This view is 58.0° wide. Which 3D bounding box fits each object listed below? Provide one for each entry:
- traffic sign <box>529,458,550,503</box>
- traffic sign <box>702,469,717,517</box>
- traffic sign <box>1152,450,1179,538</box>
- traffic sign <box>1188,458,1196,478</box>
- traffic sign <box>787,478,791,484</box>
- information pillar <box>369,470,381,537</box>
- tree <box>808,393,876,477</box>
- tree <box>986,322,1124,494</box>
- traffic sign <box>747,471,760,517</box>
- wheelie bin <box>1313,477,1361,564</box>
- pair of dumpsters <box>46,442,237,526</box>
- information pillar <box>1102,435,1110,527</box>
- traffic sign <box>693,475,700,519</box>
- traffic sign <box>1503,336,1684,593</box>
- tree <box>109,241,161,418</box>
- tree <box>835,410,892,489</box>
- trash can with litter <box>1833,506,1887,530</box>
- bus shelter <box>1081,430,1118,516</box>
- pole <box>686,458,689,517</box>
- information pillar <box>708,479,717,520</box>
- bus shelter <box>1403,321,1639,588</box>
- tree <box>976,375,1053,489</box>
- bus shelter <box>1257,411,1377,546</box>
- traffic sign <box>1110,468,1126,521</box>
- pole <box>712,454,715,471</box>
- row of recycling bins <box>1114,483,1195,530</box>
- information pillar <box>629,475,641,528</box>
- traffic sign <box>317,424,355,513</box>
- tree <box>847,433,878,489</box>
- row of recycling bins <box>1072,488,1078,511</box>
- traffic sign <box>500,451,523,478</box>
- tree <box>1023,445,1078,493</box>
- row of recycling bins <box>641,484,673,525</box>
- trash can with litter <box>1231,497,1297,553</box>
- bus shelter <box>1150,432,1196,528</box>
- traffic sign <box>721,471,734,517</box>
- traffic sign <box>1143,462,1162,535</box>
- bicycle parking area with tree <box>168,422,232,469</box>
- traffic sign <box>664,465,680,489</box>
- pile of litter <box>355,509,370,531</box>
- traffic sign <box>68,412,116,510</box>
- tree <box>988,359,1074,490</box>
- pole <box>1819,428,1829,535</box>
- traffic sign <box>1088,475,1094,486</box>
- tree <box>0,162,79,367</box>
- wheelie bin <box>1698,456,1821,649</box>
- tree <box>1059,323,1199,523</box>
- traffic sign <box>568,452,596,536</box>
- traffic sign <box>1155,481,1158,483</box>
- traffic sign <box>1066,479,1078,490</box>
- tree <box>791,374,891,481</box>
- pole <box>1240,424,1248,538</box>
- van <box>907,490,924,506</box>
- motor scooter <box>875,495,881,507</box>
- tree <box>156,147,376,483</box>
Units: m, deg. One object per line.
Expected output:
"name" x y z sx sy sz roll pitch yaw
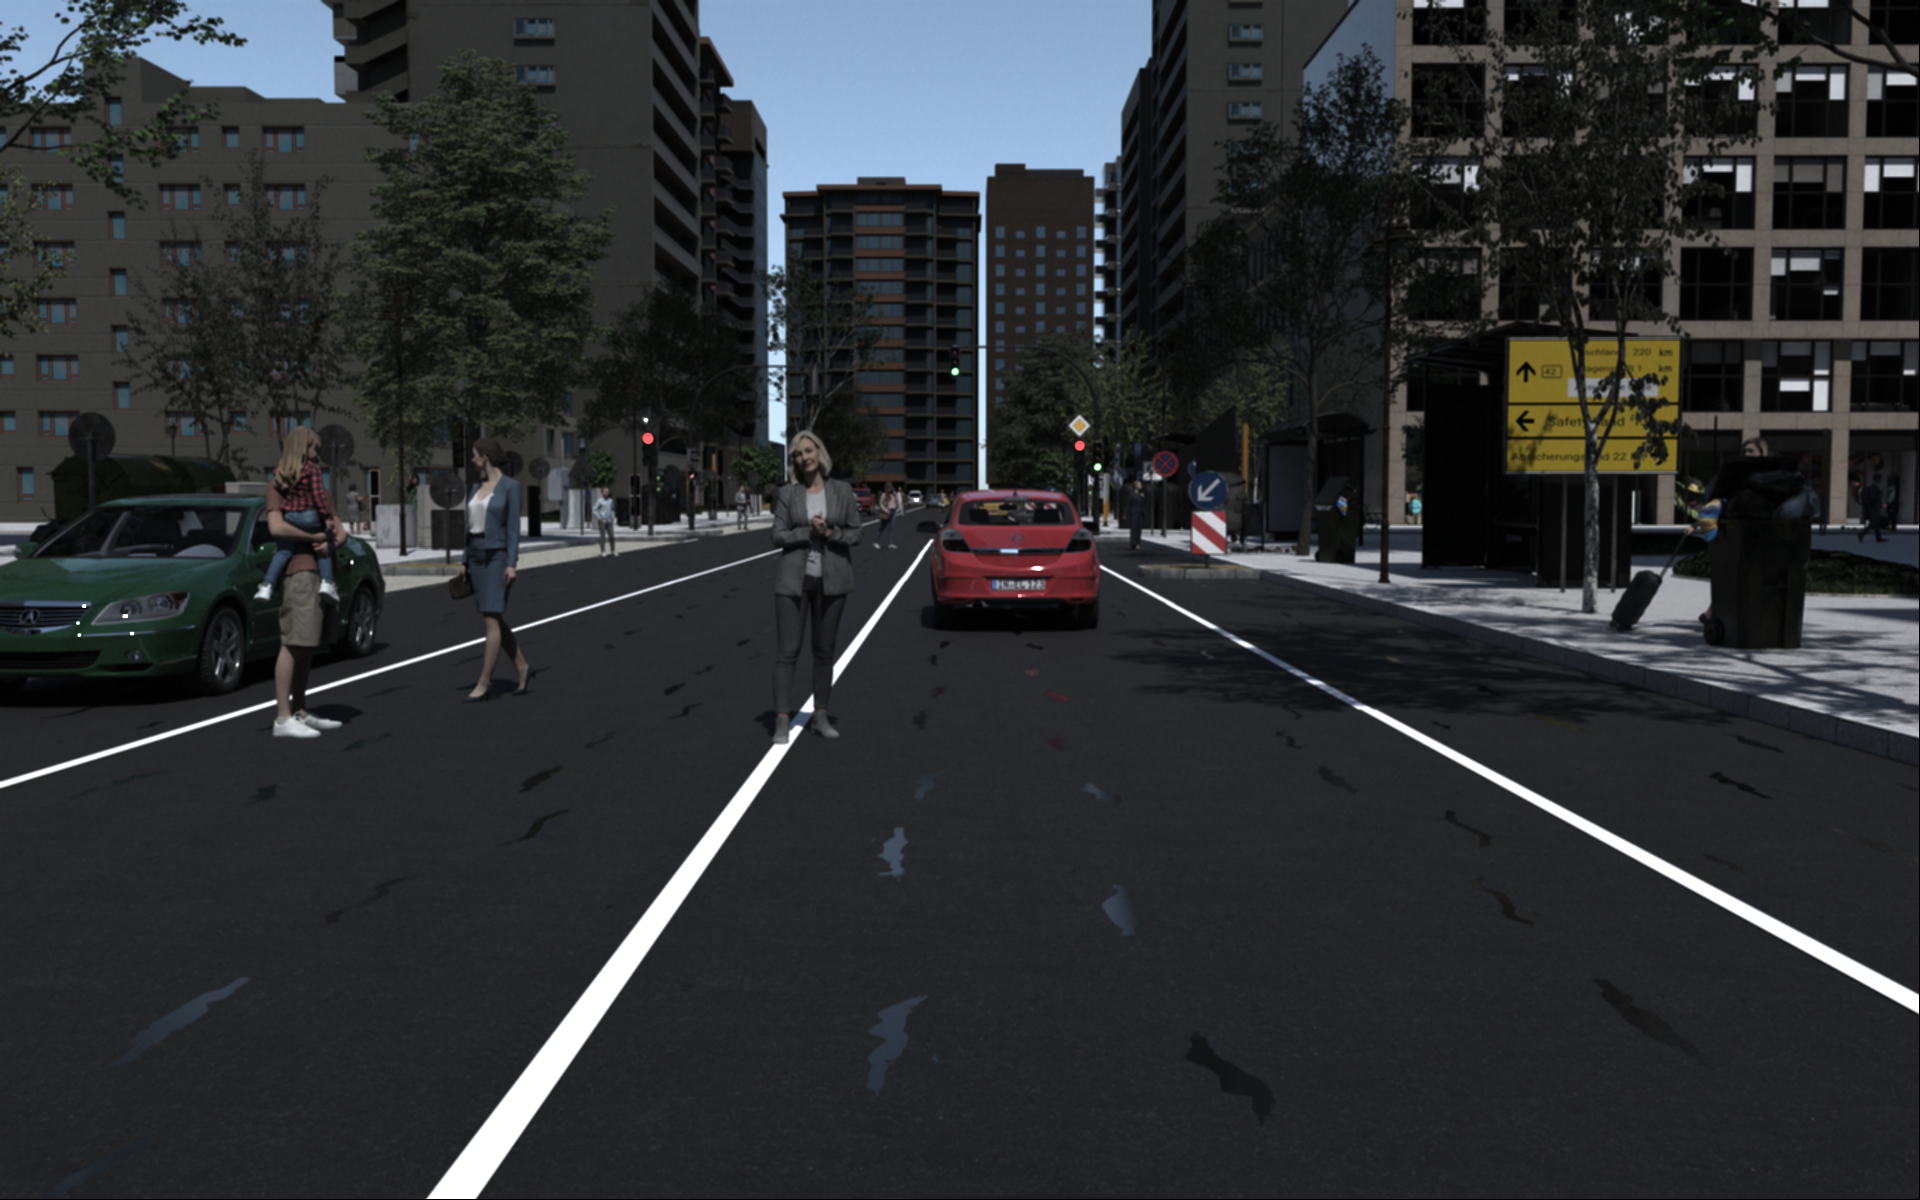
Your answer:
"traffic sign" -14.821 -3.726 61.029 0.768 2.556 0.104 0 4 3
"traffic sign" -12.693 -5.352 87.611 0.768 2.556 0.104 0 4 5
"traffic sign" 6.005 -3.095 50.715 0.768 2.556 0.104 0 4 3
"traffic sign" 8.360 -3.696 60.541 0.768 2.556 0.104 0 4 5
"traffic sign" -10.986 -6.773 112.872 0.606 2.300 0.079 0 4 2
"information pillar" -17.608 -2.915 52.150 0.304 2.012 0.304 -1 4 -17
"tree" -11.793 -13.512 155.331 8.767 10.594 7.601 -1 4 -12
"tree" 7.470 -13.531 127.887 9.857 13.997 8.962 0 3 0
"traffic sign" -11.496 -5.896 96.500 0.768 2.556 0.104 1 4 9
"wheelie bin" 7.031 -1.491 32.289 0.693 1.594 0.980 -1 4 -22
"pair of dumpsters" -14.542 -1.744 31.008 1.574 2.255 4.437 0 4 0
"information pillar" 5.790 -4.721 68.546 0.183 3.616 0.504 2 4 24
"traffic sign" -13.906 -5.417 90.698 0.606 2.300 0.079 1 4 10
"traffic sign" 8.166 -1.746 22.416 2.265 3.308 0.079 0 4 2
"tree" -19.880 -5.833 45.737 4.360 8.622 3.978 0 3 0
"tree" -11.862 -17.533 212.426 9.928 11.665 9.643 0 3 0
"trash can with litter" 32.202 -3.113 61.963 2.233 1.210 1.678 0 4 -3
"bus shelter" 8.174 -7.802 105.198 2.179 5.291 8.768 0 3 0
"pole" -15.263 -6.325 97.252 0.158 3.312 0.155 0 3 0
"information pillar" -12.214 -4.960 85.583 0.304 2.012 0.304 -3 4 -36
"bus shelter" 8.430 -2.164 26.659 1.731 3.624 6.357 0 4 0
"tree" 6.872 -16.453 179.376 12.009 13.543 11.850 0 3 0
"bus shelter" 9.205 -3.135 45.176 2.014 3.302 5.546 0 4 0
"traffic sign" 7.594 -5.096 83.422 0.768 2.556 0.104 0 4 5
"pole" -12.601 -5.798 88.644 0.158 3.312 0.155 0 3 0
"row of recycling bins" 7.267 -3.397 62.646 3.534 1.692 1.069 3 4 37
"information pillar" -12.264 -3.727 65.422 0.304 2.012 0.304 2 4 34
"traffic sign" -11.464 -1.934 31.733 0.768 2.556 0.104 0 4 4
"tree" -11.836 -15.496 203.728 4.737 8.622 4.395 0 3 0
"row of recycling bins" 8.972 -7.112 123.392 1.069 1.692 3.534 -1 4 -20
"traffic sign" -13.251 -3.118 51.089 0.768 2.556 0.104 1 4 10
"tree" 6.558 -8.147 116.920 4.285 4.588 4.351 0 3 0
"row of recycling bins" -12.839 -4.061 73.514 1.069 1.692 3.534 0 4 1
"trash can with litter" 6.910 -1.678 38.488 2.233 1.210 1.678 -1 4 -20
"bus shelter" 8.729 -4.743 68.833 1.731 3.624 6.357 0 3 0
"traffic sign" -12.804 -5.827 95.376 0.768 2.556 0.104 0 4 6
"traffic sign" 5.990 -3.168 53.922 0.606 2.300 0.079 0 4 1
"bicycle parking area with tree" -31.050 -5.148 71.171 9.016 4.147 8.231 -2 4 -33
"traffic sign" -12.601 -4.618 75.611 0.768 2.556 0.104 1 4 9
"pile of litter" -20.680 -2.902 61.419 1.719 0.858 1.176 0 4 5
"traffic sign" -13.503 -1.642 26.945 0.768 2.556 0.104 0 4 5
"tree" 7.056 -13.943 144.978 9.611 12.733 9.660 0 3 0
"pole" 26.902 -3.673 53.895 0.158 3.312 0.155 0 3 0
"traffic sign" 7.194 -5.571 93.209 0.606 2.300 0.079 0 4 4
"tree" -19.629 -5.105 33.836 4.737 8.622 4.395 0 3 0
"wheelie bin" 6.716 -0.403 14.491 0.980 1.594 0.693 0 4 -4
"tree" 7.158 -7.676 75.860 4.737 8.622 4.395 0 3 0
"traffic sign" -11.674 -3.268 53.438 0.884 2.594 0.081 0 4 8
"traffic sign" 9.473 -5.010 82.027 0.768 2.556 0.104 0 4 7
"traffic sign" 9.391 -8.687 135.904 2.265 3.308 0.079 0 4 1
"tree" -12.080 -16.315 177.115 12.009 13.543 11.850 0 3 0
"pole" 8.258 -3.452 50.290 0.158 3.312 0.155 0 3 0
"van" -5.222 -11.891 201.427 2.013 2.044 4.112 0 4 0
"motor scooter" -8.705 -10.590 185.917 0.815 1.314 1.986 0 3 0
"tree" -14.403 -5.299 37.003 4.360 8.622 3.978 0 3 0
